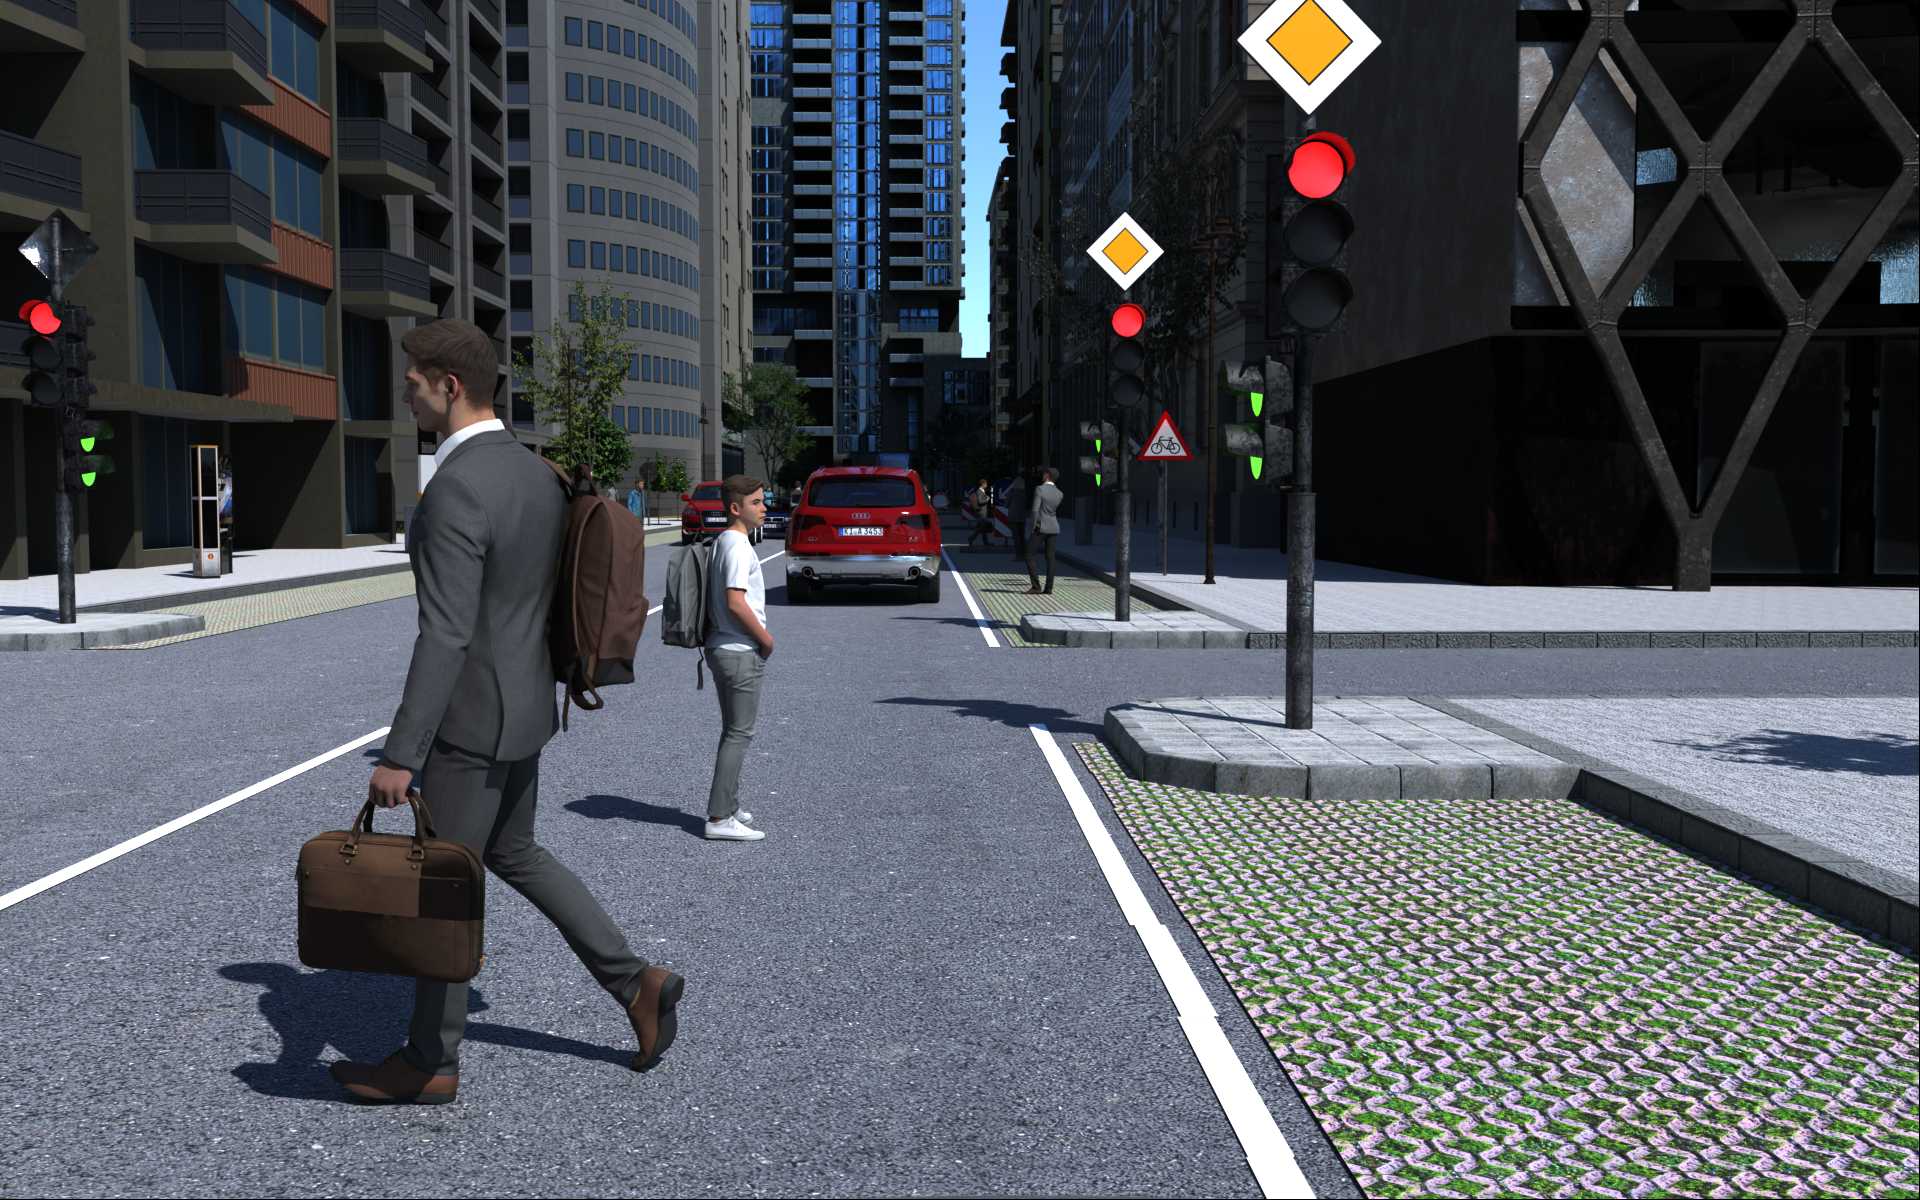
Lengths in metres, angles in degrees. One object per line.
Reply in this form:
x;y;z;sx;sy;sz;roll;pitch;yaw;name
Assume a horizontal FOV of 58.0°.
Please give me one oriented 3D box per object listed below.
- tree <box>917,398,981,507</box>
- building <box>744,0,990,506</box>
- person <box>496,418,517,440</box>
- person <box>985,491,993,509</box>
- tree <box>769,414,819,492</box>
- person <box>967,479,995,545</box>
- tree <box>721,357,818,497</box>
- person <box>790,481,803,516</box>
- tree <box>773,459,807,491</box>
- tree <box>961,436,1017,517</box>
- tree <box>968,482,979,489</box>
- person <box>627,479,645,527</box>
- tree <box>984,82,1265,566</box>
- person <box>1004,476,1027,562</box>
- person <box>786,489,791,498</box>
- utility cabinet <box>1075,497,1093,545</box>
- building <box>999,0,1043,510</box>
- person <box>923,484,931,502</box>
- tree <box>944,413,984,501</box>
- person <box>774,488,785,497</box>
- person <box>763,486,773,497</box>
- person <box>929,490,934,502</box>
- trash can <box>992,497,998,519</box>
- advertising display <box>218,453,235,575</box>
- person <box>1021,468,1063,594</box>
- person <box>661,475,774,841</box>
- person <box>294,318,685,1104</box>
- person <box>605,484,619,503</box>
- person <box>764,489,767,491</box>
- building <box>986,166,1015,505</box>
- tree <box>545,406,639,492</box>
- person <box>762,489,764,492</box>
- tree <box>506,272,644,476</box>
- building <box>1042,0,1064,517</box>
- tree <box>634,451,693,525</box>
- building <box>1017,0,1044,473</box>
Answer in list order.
-0.710;-14.274;167.786;7.601;10.594;8.767;0;4;-1;tree
-12.583;-53.530;187.882;31.000;86.520;22.319;0;4;-2;building
-2.303;0.022;8.323;0.473;1.802;0.592;1;4;13;person
2.588;-8.934;152.141;1.348;1.821;0.705;-1;4;-9;person
-14.749;-12.307;151.578;4.737;8.622;4.395;0;3;0;tree
0.553;-2.366;47.151;0.822;1.834;0.622;-1;4;-15;person
-14.575;-12.657;132.693;9.928;11.665;9.643;0;3;0;tree
-5.000;-2.772;53.789;0.622;1.834;0.822;0;4;7;person
-15.481;-10.673;158.214;4.285;4.588;4.351;0;3;0;tree
1.598;-6.978;97.806;4.285;4.588;4.351;0;3;0;tree
1.414;-8.817;138.751;1.663;3.219;1.824;0;3;0;tree
-7.441;-1.895;39.828;0.444;1.785;0.601;3;4;37;person
3.431;-4.930;30.968;4.360;8.622;3.978;0;3;0;tree
1.159;-1.707;36.601;0.537;1.800;0.526;-1;4;-23;person
-14.429;-8.589;147.193;0.721;1.743;1.217;3;5;42;person
3.128;-1.996;43.799;0.306;1.237;1.020;1;4;14;utility cabinet
14.747;-30.345;150.758;22.147;44.769;28.867;0;4;-2;building
-1.073;-2.457;49.515;0.563;1.720;0.643;-3;4;-37;person
0.757;-12.626;156.805;4.360;8.622;3.978;0;3;0;tree
-14.153;-7.844;135.081;1.217;1.735;0.721;1;4;21;person
-9.890;-4.955;89.383;0.638;1.841;0.748;0;4;5;person
-2.829;-9.698;166.693;0.705;1.869;1.348;2;4;35;person
1.923;-4.589;86.679;0.748;1.137;0.748;0;3;0;trash can
-11.776;-1.368;27.580;0.123;1.923;0.974;0;4;-5;advertising display
1.170;-0.975;24.625;0.592;1.802;0.473;-2;4;-25;person
-0.951;0.237;7.225;0.503;1.515;0.523;3;4;37;person
-1.084;0.269;4.062;0.822;1.834;0.622;0;4;-2;person
-17.849;-5.048;88.691;0.709;1.813;0.853;-2;4;-33;person
-16.736;-8.709;149.374;0.436;1.711;0.756;-3;4;-37;person
15.320;-30.788;195.264;23.993;40.220;32.217;0;4;-2;building
-13.316;-4.874;63.400;4.285;4.588;4.351;0;3;0;tree
-19.308;-9.940;168.432;0.599;1.838;0.709;3;5;43;person
-12.416;-6.527;57.072;4.737;8.622;4.395;0;3;0;tree
11.741;-25.534;101.072;14.154;41.232;14.086;0;4;-2;building
-12.436;-4.728;71.897;1.663;3.219;1.824;0;3;0;tree
18.241;-32.614;122.471;28.713;52.752;27.495;0;4;-2;building
